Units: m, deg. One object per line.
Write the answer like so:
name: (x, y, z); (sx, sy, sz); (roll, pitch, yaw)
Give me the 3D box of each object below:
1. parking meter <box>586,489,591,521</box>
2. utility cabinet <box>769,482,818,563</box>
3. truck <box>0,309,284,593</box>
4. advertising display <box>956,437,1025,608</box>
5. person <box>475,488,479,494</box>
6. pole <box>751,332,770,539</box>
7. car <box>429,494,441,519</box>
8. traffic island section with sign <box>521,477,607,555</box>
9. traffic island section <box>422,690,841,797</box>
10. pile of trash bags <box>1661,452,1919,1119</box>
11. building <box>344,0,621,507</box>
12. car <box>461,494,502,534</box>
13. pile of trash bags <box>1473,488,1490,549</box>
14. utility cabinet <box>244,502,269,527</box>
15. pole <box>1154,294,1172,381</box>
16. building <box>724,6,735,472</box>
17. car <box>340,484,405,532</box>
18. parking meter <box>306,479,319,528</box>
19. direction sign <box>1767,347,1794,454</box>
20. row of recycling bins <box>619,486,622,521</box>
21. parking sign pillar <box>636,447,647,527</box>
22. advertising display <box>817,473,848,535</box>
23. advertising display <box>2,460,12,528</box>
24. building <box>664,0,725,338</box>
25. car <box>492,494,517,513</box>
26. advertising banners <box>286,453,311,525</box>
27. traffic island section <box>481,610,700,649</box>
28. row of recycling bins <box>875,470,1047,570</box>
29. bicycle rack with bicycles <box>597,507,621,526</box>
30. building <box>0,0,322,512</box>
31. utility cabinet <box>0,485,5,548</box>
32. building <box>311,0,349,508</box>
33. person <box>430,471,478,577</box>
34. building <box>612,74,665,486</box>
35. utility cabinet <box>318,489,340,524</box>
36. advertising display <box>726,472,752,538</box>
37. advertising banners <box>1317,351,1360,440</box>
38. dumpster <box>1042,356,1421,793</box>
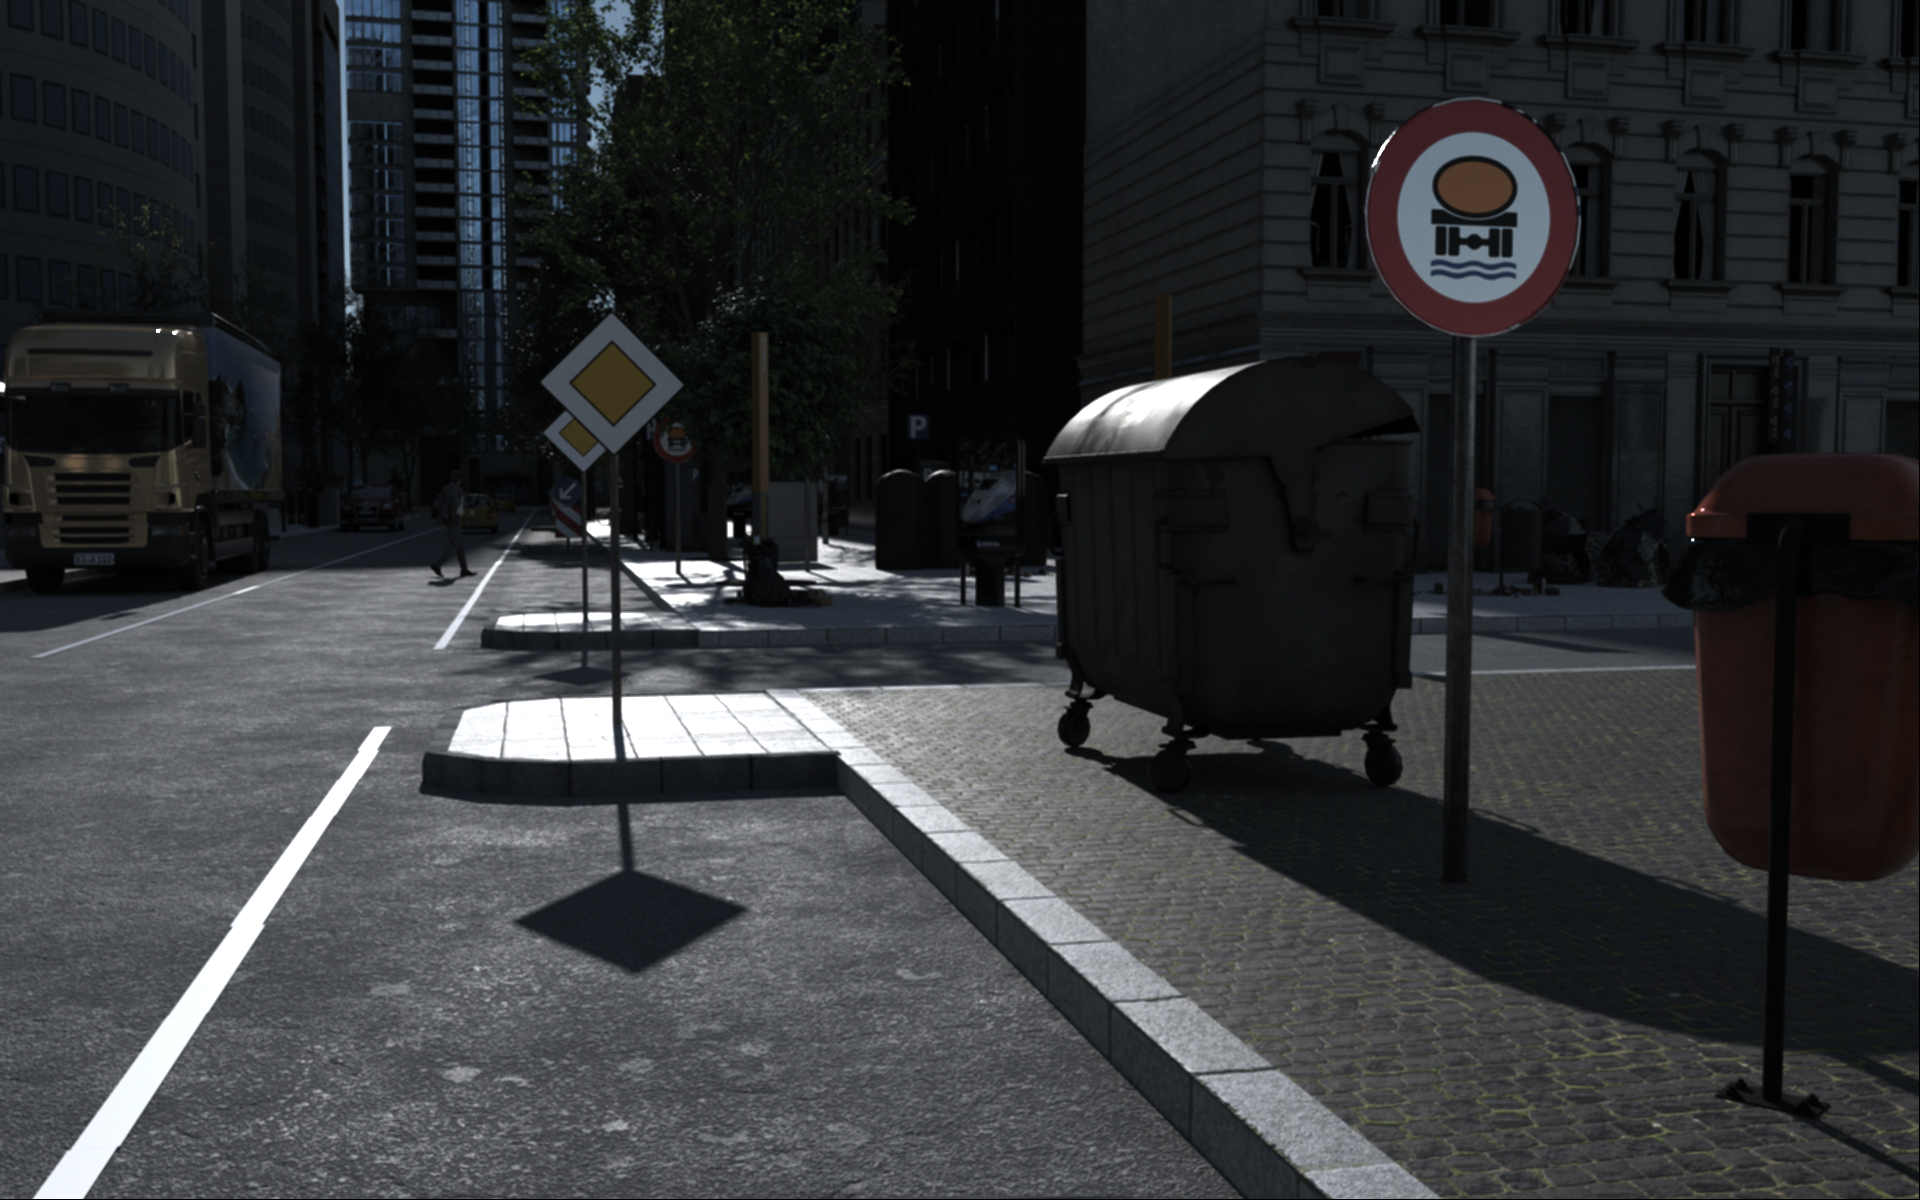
parking meter: (-18.120, -4.628, 84.081); (0.372, 1.533, 0.369); (0, 3, 0)
utility cabinet: (-3.202, -1.427, 32.018); (1.173, 1.500, 0.318); (-3, 5, -41)
truck: (-13.231, -2.434, 28.706); (2.839, 4.237, 11.283); (-1, 4, -14)
advertising display: (0.344, -0.892, 19.800); (0.974, 1.923, 0.123); (3, 5, 44)
person: (-32.519, -6.618, 116.788); (0.705, 1.814, 1.350); (1, 4, 9)
pole: (-2.524, -1.717, 21.922); (0.158, 3.312, 0.155); (0, 3, 0)
car: (-30.166, -5.690, 102.077); (2.155, 1.783, 4.494); (-1, 4, -15)
traffic island section with sign: (-9.518, -2.012, 41.523); (1.989, 1.847, 2.006); (-1, 4, -13)
traffic island section: (-1.893, 0.771, 9.673); (2.009, 0.180, 2.903); (-1, 4, -13)
pile of trash bags: (2.927, 0.421, 2.870); (3.447, 1.369, 1.912); (3, 5, 41)
building: (-53.319, -53.480, 187.064); (31.000, 86.520, 22.319); (-1, 4, -13)
car: (-17.832, -3.259, 63.501); (2.015, 1.641, 3.980); (-1, 4, -14)
pile of trash bags: (8.758, -0.953, 25.338); (1.912, 1.369, 3.447); (-3, 5, -41)
utility cabinet: (-23.868, -2.911, 58.749); (0.306, 1.237, 1.020); (1, 4, 9)
pole: (2.083, -1.466, 17.814); (0.158, 3.312, 0.155); (0, 3, 0)
building: (-6.515, -41.314, 113.729); (20.563, 71.187, 20.611); (-1, 4, -13)
car: (-22.529, -3.539, 66.538); (2.281, 1.827, 5.304); (-1, 4, -13)
parking meter: (-24.676, -3.686, 65.974); (0.399, 1.863, 0.255); (2, 4, 25)
direction sign: (12.782, -2.143, 27.038); (0.876, 3.537, 0.379); (-3, 5, -43)
row of recycling bins: (-14.925, -4.452, 79.899); (1.069, 1.692, 3.534); (1, 4, 13)
parking sign pillar: (-12.174, -4.825, 67.358); (1.447, 3.967, 1.447); (0, 4, -4)
advertising display: (-3.978, -2.988, 54.068); (0.974, 1.923, 0.123); (0, 4, -8)
advertising display: (-18.109, -1.726, 33.431); (0.123, 1.923, 0.974); (0, 4, 4)
building: (-11.511, -31.299, 135.440); (21.300, 48.544, 21.600); (-1, 4, -13)
car: (-34.716, -7.431, 131.728); (2.015, 1.641, 3.980); (-1, 4, -13)
advertising banners: (-27.917, -4.714, 73.270); (0.090, 3.025, 2.074); (1, 4, 9)
traffic island section: (-3.749, 0.296, 17.441); (2.009, 0.180, 2.903); (-1, 4, -13)
row of recycling bins: (0.103, -1.421, 30.345); (3.534, 1.692, 1.069); (-3, 4, -38)
bicycle rack with bicycles: (-13.176, -3.502, 70.640); (2.925, 0.926, 2.852); (0, 4, -4)
building: (-58.058, -35.420, 121.113); (21.231, 58.520, 28.212); (-1, 4, -13)
utility cabinet: (-22.331, -1.959, 40.701); (1.173, 1.500, 0.318); (2, 4, 27)
building: (-59.161, -30.153, 143.106); (14.200, 45.320, 14.600); (-1, 4, -13)
person: (-8.778, -1.312, 30.045); (0.850, 1.850, 0.679); (-2, 4, -33)
building: (-30.401, -32.999, 189.647); (14.200, 45.320, 14.600); (-1, 4, -13)
utility cabinet: (-26.458, -3.888, 72.247); (1.173, 1.500, 0.318); (1, 4, 16)
advertising display: (-6.382, -2.744, 50.074); (0.974, 1.923, 0.123); (1, 4, 21)
advertising banners: (3.887, -1.546, 21.469); (2.074, 3.025, 0.090); (0, 4, 8)
dumpster: (1.237, -0.147, 8.167); (1.264, 1.857, 1.865); (-1, 4, -14)
